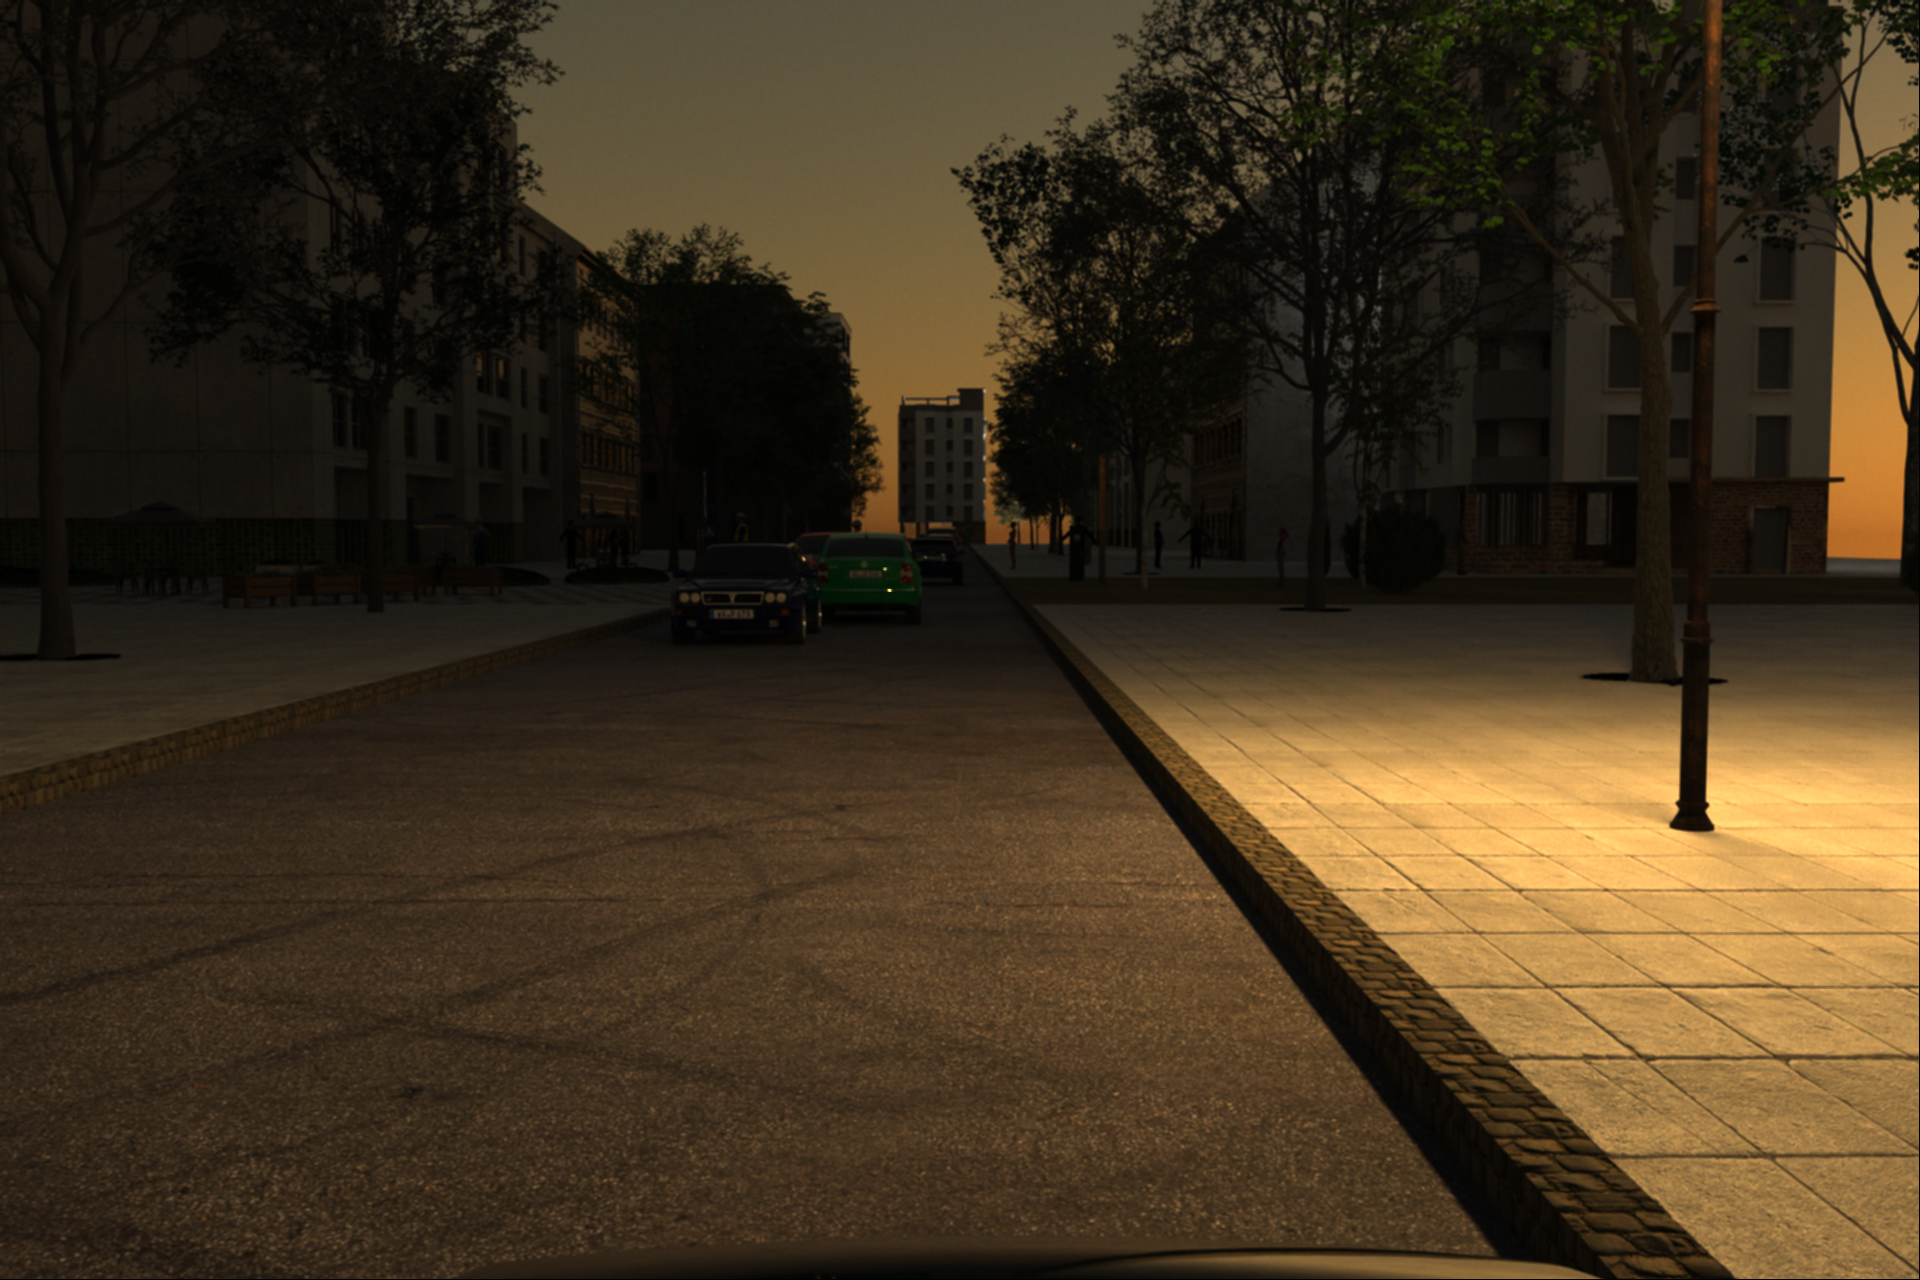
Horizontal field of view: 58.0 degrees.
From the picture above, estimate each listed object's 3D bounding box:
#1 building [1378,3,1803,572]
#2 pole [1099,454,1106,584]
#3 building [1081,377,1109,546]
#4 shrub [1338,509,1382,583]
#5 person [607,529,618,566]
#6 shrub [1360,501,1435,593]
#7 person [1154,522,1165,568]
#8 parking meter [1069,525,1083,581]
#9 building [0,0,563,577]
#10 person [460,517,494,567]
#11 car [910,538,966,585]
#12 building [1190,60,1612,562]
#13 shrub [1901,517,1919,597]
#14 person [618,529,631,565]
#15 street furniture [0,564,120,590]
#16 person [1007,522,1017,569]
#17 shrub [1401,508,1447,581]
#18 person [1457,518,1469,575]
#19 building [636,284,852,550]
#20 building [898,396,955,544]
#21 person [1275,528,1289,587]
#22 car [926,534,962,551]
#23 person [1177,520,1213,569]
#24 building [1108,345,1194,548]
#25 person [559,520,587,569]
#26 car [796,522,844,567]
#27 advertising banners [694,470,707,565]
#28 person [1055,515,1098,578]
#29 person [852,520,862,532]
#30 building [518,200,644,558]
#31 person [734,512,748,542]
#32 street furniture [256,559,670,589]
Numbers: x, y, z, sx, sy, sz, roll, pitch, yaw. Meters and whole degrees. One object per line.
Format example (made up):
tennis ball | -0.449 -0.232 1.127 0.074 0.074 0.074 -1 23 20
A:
building | 21.971 -12.944 68.055 16.016 20.090 11.380 0 3 0
pole | 3.657 -3.097 44.472 0.158 3.312 0.155 0 3 0
building | 23.610 -20.538 202.256 16.747 18.905 31.486 0 3 0
shrub | 10.751 -2.498 45.264 1.690 2.028 1.600 0 3 0
person | -13.366 -3.704 66.694 0.704 1.812 1.346 -2 4 -26
shrub | 9.498 -2.035 37.688 1.690 2.028 1.600 0 3 0
person | 7.483 -3.550 64.770 0.721 1.740 1.216 0 4 -5
parking meter | 3.156 -2.359 46.985 0.372 1.533 0.369 0 3 0
building | -27.446 -12.243 66.636 16.747 18.905 31.486 0 4 0
person | -15.685 -3.094 56.448 0.705 1.847 1.347 2 4 35
car | -0.794 -2.269 49.683 1.945 1.354 3.894 0 4 -1
building | 22.471 -15.799 89.243 19.493 23.208 18.063 0 3 0
shrub | 18.768 -1.762 32.849 1.661 2.075 1.752 0 3 0
person | -13.833 -4.005 71.255 0.705 1.856 1.354 1 4 14
street furniture | -25.127 -1.698 43.386 5.734 0.657 10.072 -3 4 -39
person | 1.846 -3.435 62.958 0.721 1.733 1.217 1 4 9
shrub | 12.586 -2.634 47.489 1.690 2.028 1.600 0 3 0
person | 15.867 -2.962 54.694 0.705 1.796 1.348 2 4 25
building | -24.929 -19.215 158.132 27.936 21.610 32.646 0 4 0
building | -7.848 -22.674 229.592 11.380 20.090 16.016 1 4 9
person | 7.721 -1.998 41.938 0.599 1.433 0.991 0 4 5
car | -0.899 -4.257 79.387 2.009 1.686 4.222 0 4 0
person | 8.762 -3.558 64.398 1.346 1.802 0.704 0 4 -4
building | 24.404 -18.613 170.785 16.747 18.905 31.486 0 3 0
person | -14.323 -3.532 63.935 1.347 1.806 0.705 2 4 31
car | -2.732 -1.673 36.389 2.155 1.783 4.494 0 4 0
advertising banners | -6.982 -3.091 46.732 0.090 3.025 2.074 0 3 0
person | 3.413 -2.704 50.139 1.347 1.837 0.705 -1 4 -21
person | -2.365 -1.977 41.253 0.721 1.772 1.216 -2 4 -33
building | -29.489 -16.463 100.091 19.493 23.208 18.063 0 4 -1
person | -5.525 -2.290 43.415 0.705 1.833 1.349 -1 4 -9
street furniture | -12.745 -1.736 44.005 10.072 0.657 5.734 1 4 18
